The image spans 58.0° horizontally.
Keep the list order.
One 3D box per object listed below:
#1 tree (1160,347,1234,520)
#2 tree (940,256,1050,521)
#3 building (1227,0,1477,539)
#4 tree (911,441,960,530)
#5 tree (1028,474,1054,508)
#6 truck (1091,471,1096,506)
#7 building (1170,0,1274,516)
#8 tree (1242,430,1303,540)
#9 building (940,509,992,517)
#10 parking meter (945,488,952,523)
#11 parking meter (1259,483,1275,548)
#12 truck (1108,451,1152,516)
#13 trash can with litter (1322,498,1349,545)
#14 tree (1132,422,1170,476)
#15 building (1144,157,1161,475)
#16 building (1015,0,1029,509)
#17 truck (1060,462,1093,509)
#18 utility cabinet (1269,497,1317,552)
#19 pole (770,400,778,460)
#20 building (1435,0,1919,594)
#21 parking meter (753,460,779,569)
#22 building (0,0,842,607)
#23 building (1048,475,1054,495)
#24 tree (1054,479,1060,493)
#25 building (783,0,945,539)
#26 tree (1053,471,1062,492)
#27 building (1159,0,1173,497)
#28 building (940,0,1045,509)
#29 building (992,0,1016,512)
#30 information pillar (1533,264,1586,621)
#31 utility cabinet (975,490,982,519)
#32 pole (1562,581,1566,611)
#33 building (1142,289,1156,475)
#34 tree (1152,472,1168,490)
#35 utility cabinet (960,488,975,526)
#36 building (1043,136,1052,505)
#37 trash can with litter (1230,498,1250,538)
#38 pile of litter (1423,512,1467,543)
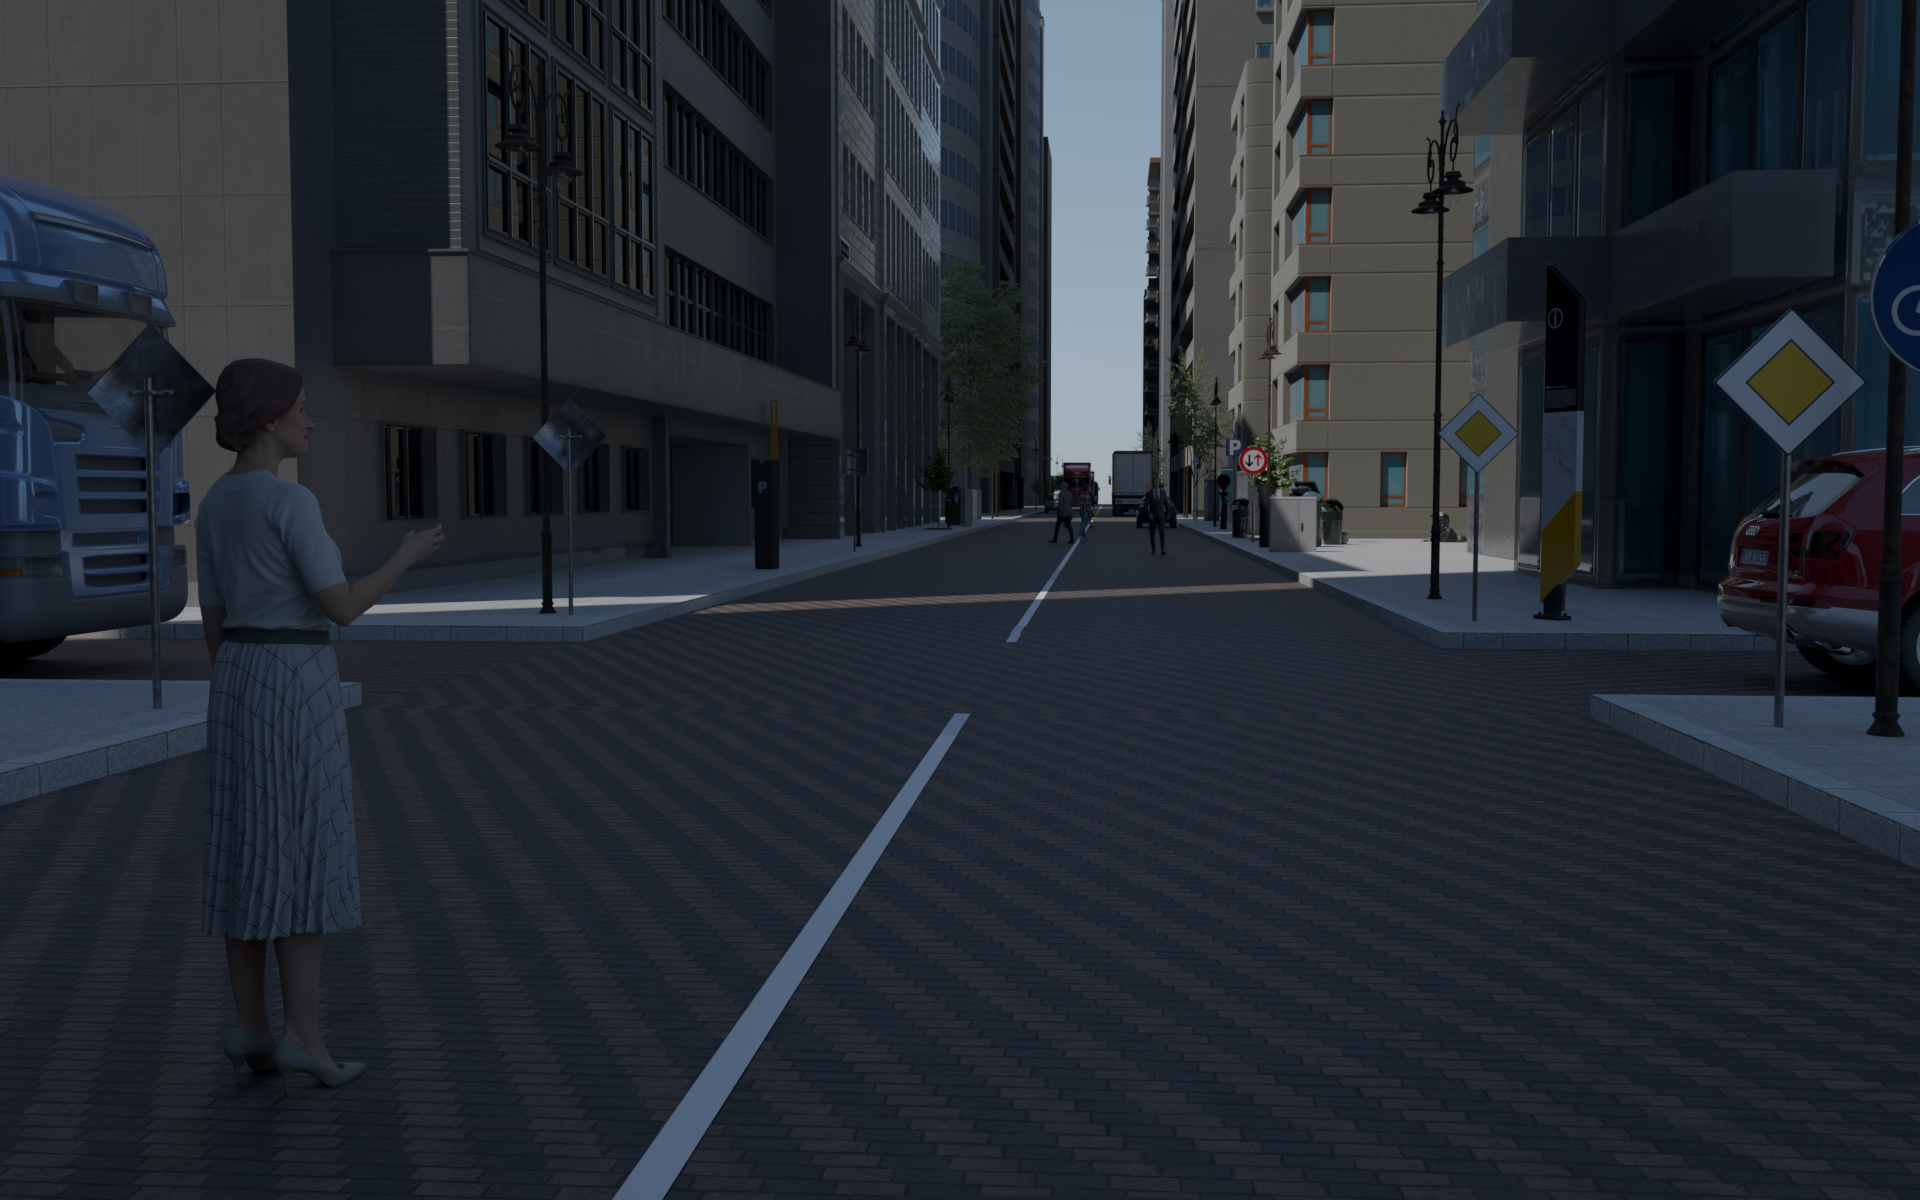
[{"bbox_3d":[11.909,-8.323,86.437,4.737,8.622,4.395,0,3,0],"label":"tree"},{"bbox_3d":[0.406,-10.114,83.492,7.486,12.596,7.792,0,3,0],"label":"tree"},{"bbox_3d":[24.667,-13.294,62.391,27.650,21.520,28.899,0,4,5],"label":"building"},{"bbox_3d":[-0.778,-4.159,62.594,1.663,3.219,1.824,0,3,0],"label":"tree"},{"bbox_3d":[7.429,-10.310,163.165,1.663,3.219,1.824,0,3,0],"label":"tree"},{"bbox_3d":[15.382,-13.799,214.524,2.839,4.237,11.283,0,4,3],"label":"truck"},{"bbox_3d":[26.632,-30.789,127.100,21.300,48.544,21.600,0,4,5],"label":"building"},{"bbox_3d":[8.477,-3.274,48.131,1.663,3.219,1.824,0,3,0],"label":"tree"},{"bbox_3d":[-9.372,-34.577,107.338,21.231,58.520,28.212,0,4,5],"label":"building"},{"bbox_3d":[-0.481,-4.132,75.977,0.372,1.533,0.369,0,3,0],"label":"parking meter"},{"bbox_3d":[7.378,-2.029,41.587,0.372,1.533,0.369,0,3,0],"label":"parking meter"},{"bbox_3d":[11.528,-7.837,117.041,2.839,4.237,11.283,0,4,4],"label":"truck"},{"bbox_3d":[9.495,-1.997,44.032,0.624,1.170,1.055,2,4,30],"label":"trash can with litter"},{"bbox_3d":[19.661,-13.849,176.787,4.360,8.622,3.978,0,3,0],"label":"tree"},{"bbox_3d":[34.797,-34.627,220.768,22.147,44.769,28.867,0,4,5],"label":"building"},{"bbox_3d":[-1.244,-30.610,150.583,14.600,45.320,14.200,0,4,5],"label":"building"},{"bbox_3d":[10.479,-10.160,155.030,2.839,4.237,11.283,0,4,4],"label":"truck"},{"bbox_3d":[7.377,-1.665,38.378,1.020,1.237,0.306,0,4,8],"label":"utility cabinet"},{"bbox_3d":[-4.033,-2.678,37.633,0.158,3.312,0.155,0,3,0],"label":"pole"},{"bbox_3d":[22.897,-24.816,25.351,30.456,49.044,23.786,0,4,5],"label":"building"},{"bbox_3d":[-3.310,-1.460,29.581,0.399,1.863,0.255,2,4,28],"label":"parking meter"},{"bbox_3d":[-11.613,-13.150,34.065,14.314,24.678,30.058,0,4,5],"label":"building"},{"bbox_3d":[2.229,-48.399,229.571,20.563,71.187,20.611,0,4,5],"label":"building"},{"bbox_3d":[9.917,-11.864,188.583,1.663,3.219,1.824,0,3,0],"label":"tree"},{"bbox_3d":[-7.515,-17.495,63.543,11.434,29.767,29.804,0,4,5],"label":"building"},{"bbox_3d":[14.199,-16.030,245.805,4.285,4.588,4.351,0,3,0],"label":"tree"},{"bbox_3d":[32.734,-39.749,191.896,21.231,58.520,28.212,0,4,5],"label":"building"},{"bbox_3d":[-1.819,-39.732,191.623,21.231,58.520,28.212,0,4,5],"label":"building"},{"bbox_3d":[-6.984,-31.112,132.389,21.300,48.544,21.600,0,4,5],"label":"building"},{"bbox_3d":[6.093,-1.601,17.534,0.183,3.616,0.504,-2,4,-24],"label":"information pillar"},{"bbox_3d":[0.623,-4.798,87.122,0.318,1.500,1.173,-2,4,-34],"label":"utility cabinet"},{"bbox_3d":[6.592,-1.539,19.009,0.158,3.312,0.155,0,3,0],"label":"pole"},{"bbox_3d":[32.648,-28.821,242.916,14.160,30.474,14.107,0,4,5],"label":"building"},{"bbox_3d":[17.060,-9.513,150.146,1.663,3.219,1.824,0,3,0],"label":"tree"},{"bbox_3d":[0.256,-3.680,68.852,0.318,1.500,1.173,-1,4,-8],"label":"utility cabinet"},{"bbox_3d":[4.092,-34.413,212.762,14.600,45.320,14.200,0,4,5],"label":"building"},{"bbox_3d":[8.153,-2.415,50.876,0.624,1.170,1.055,0,4,-1],"label":"trash can with litter"},{"bbox_3d":[13.047,-1.983,46.379,1.176,0.858,1.719,-1,4,-10],"label":"pile of litter"}]
